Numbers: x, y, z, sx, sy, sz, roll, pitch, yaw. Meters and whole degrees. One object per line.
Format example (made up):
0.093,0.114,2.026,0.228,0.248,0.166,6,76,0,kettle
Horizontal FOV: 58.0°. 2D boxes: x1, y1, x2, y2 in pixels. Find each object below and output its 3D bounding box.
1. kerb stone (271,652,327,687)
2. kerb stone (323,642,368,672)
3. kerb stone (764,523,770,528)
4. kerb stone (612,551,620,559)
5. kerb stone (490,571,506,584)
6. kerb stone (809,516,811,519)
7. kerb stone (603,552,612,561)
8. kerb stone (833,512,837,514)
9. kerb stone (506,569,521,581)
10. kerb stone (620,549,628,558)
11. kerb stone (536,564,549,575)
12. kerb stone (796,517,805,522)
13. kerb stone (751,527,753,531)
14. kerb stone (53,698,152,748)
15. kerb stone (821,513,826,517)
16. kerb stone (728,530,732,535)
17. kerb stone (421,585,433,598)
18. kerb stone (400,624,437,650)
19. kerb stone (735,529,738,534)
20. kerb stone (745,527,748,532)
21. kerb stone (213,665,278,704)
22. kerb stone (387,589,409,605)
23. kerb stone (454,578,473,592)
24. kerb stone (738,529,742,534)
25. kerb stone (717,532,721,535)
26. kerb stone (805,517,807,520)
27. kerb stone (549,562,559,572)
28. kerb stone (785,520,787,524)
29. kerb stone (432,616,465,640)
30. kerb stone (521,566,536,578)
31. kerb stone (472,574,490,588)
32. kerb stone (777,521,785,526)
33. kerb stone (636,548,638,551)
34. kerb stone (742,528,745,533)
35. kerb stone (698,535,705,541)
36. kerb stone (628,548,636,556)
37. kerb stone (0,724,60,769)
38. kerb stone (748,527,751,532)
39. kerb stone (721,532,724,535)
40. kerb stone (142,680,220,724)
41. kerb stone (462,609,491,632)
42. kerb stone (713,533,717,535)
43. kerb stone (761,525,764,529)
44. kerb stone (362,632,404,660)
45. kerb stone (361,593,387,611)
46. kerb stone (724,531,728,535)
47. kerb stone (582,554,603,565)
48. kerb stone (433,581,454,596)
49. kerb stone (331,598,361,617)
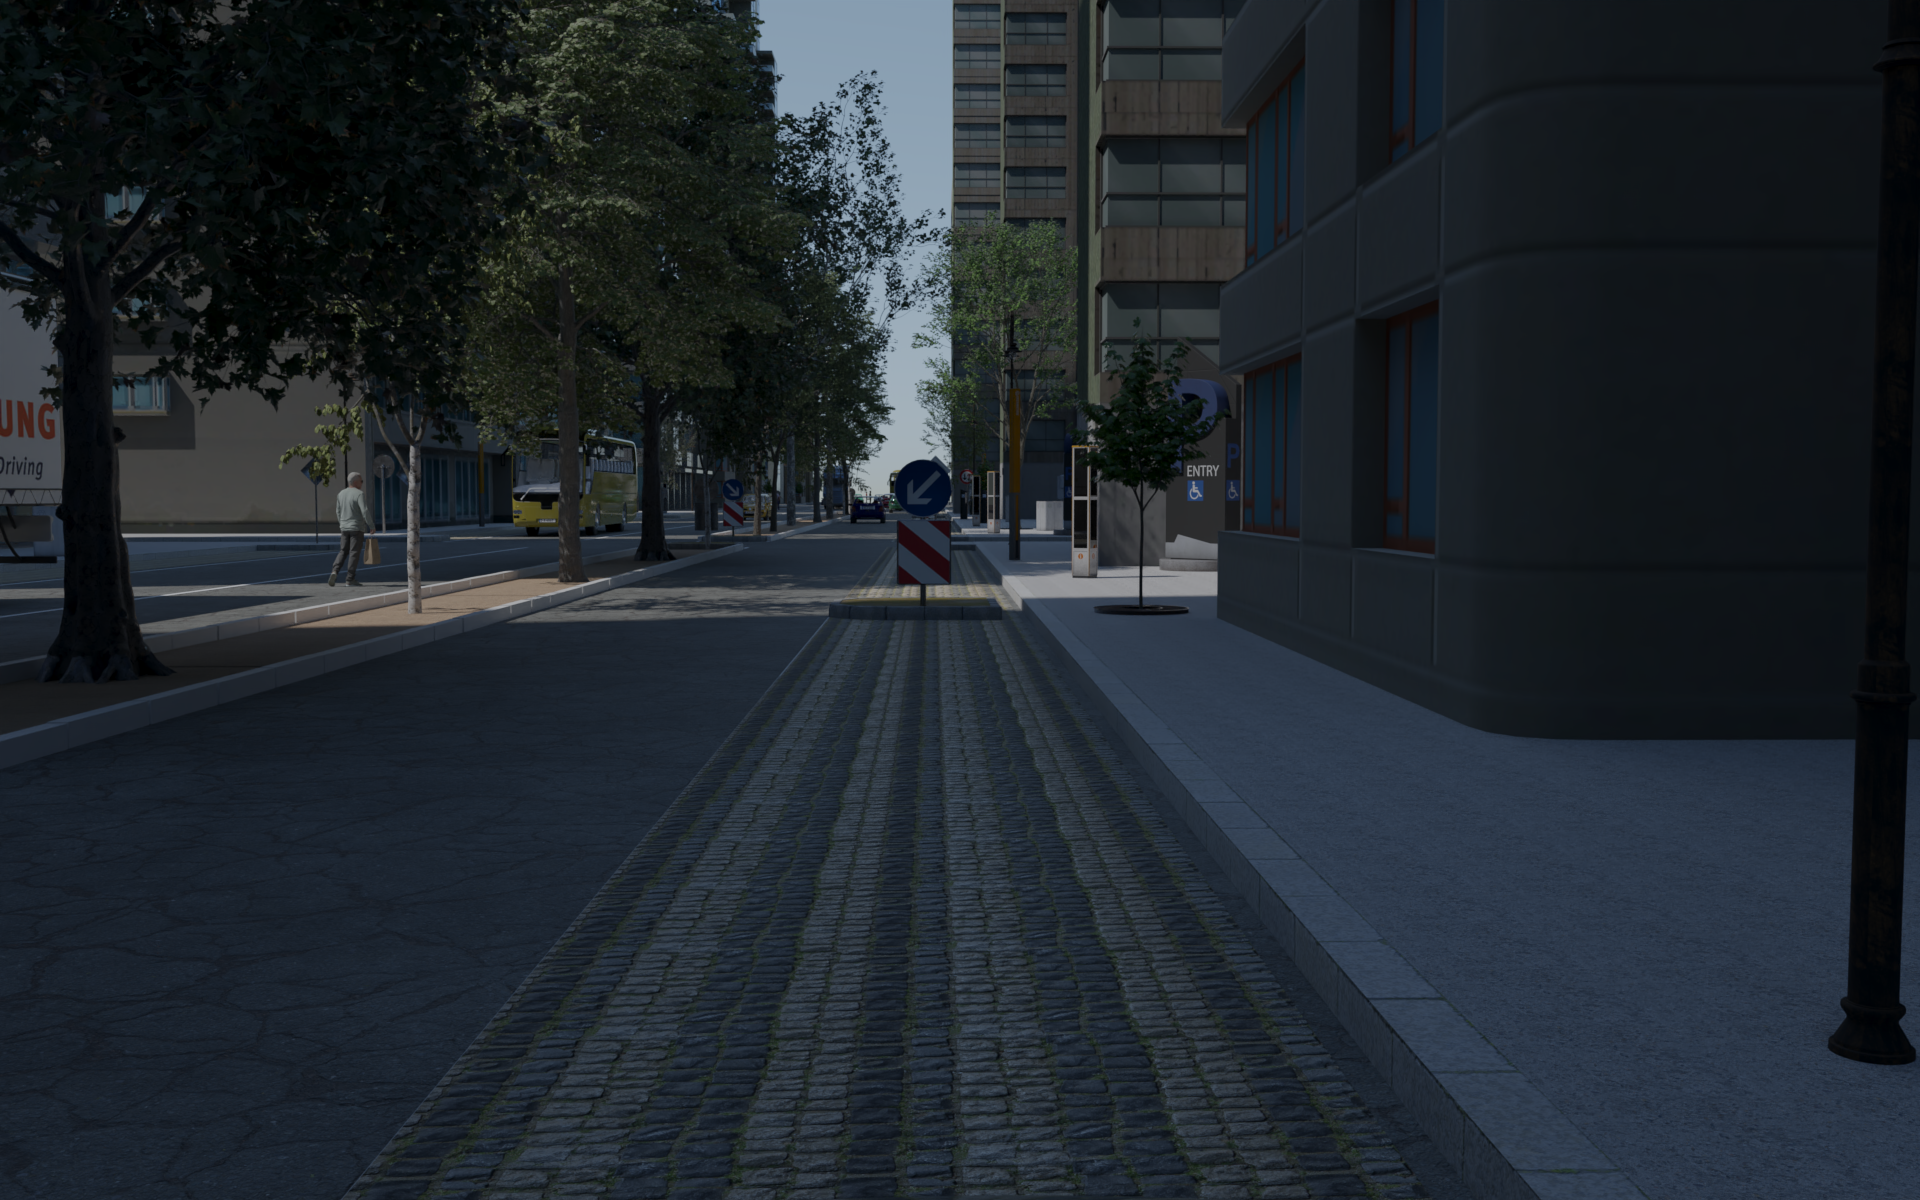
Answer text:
-5.131,0.543,13.325,0.120,0.150,1.000,0,4,-1,kerb stone
-5.150,0.483,14.353,0.120,0.150,1.000,0,4,-1,kerb stone
-8.214,-3.126,73.297,0.120,0.150,1.000,0,4,-1,kerb stone
-7.633,-0.960,37.885,0.120,0.150,1.000,0,4,-1,kerb stone
-7.472,-0.330,27.647,0.120,0.150,1.000,0,4,-1,kerb stone
-8.597,-4.566,96.873,0.120,0.150,1.000,0,4,-1,kerb stone
-7.618,-0.897,36.862,0.120,0.150,1.000,0,4,-1,kerb stone
-9.087,-6.384,126.566,0.120,0.150,1.000,0,4,-1,kerb stone
-7.490,-0.396,28.671,0.120,0.150,1.000,0,4,-1,kerb stone
-7.655,-1.019,38.907,0.120,0.150,1.000,0,4,-1,kerb stone
-7.511,-0.519,30.716,0.120,0.150,1.000,0,4,-1,kerb stone
-8.527,-4.317,92.779,0.120,0.150,1.000,0,4,-1,kerb stone
-8.100,-2.688,66.139,0.120,0.150,1.000,0,4,-1,kerb stone
-5.083,0.731,10.242,0.120,0.150,1.000,0,4,-1,kerb stone
-8.873,-5.569,113.252,0.120,0.150,1.000,0,4,-1,kerb stone
-7.978,-2.250,58.975,0.120,0.150,1.000,0,4,-1,kerb stone
-7.406,-0.083,23.555,0.120,0.150,1.000,0,4,-1,kerb stone
-5.185,0.359,16.398,0.120,0.150,1.000,0,4,-1,kerb stone
-8.018,-2.375,61.030,0.120,0.150,1.000,0,4,-1,kerb stone
-8.063,-2.563,64.095,0.120,0.150,1.000,0,4,-1,kerb stone
-5.113,0.607,12.297,0.120,0.150,1.000,0,4,-1,kerb stone
-7.388,-0.015,22.533,0.120,0.150,1.000,0,4,-1,kerb stone
-7.437,-0.202,25.603,0.120,0.150,1.000,0,4,-1,kerb stone
-8.030,-2.437,62.052,0.120,0.150,1.000,0,4,-1,kerb stone
-7.928,-2.061,55.901,0.120,0.150,1.000,0,4,-1,kerb stone
-8.538,-4.380,93.807,0.120,0.150,1.000,0,4,-1,kerb stone
-7.531,-0.584,31.738,0.120,0.150,1.000,0,4,-1,kerb stone
-8.343,-3.623,81.498,0.120,0.150,1.000,0,4,-1,kerb stone
-5.201,0.298,17.424,0.120,0.150,1.000,0,4,-1,kerb stone
-7.495,-0.456,29.693,0.120,0.150,1.000,0,4,-1,kerb stone
-7.449,-0.271,26.625,0.120,0.150,1.000,0,4,-1,kerb stone
-8.329,-3.561,80.469,0.120,0.150,1.000,0,4,-1,kerb stone
-7.684,-1.147,40.957,0.120,0.150,1.000,0,4,-1,kerb stone
-8.042,-2.500,63.074,0.120,0.150,1.000,0,4,-1,kerb stone
-7.876,-1.874,52.836,0.120,0.150,1.000,0,4,-1,kerb stone
-7.669,-1.082,39.935,0.120,0.150,1.000,0,4,-1,kerb stone
-5.061,0.799,9.220,0.120,0.150,1.000,0,4,-1,kerb stone
-8.072,-2.624,65.117,0.120,0.150,1.000,0,4,-1,kerb stone
-7.948,-2.124,56.926,0.120,0.150,1.000,0,4,-1,kerb stone
-5.099,0.668,11.274,0.120,0.150,1.000,0,4,-1,kerb stone
-5.210,0.230,18.446,0.120,0.150,1.000,0,4,-1,kerb stone
-7.915,-1.997,54.879,0.120,0.150,1.000,0,4,-1,kerb stone
-8.162,-2.938,70.232,0.120,0.150,1.000,0,4,-1,kerb stone
-5.169,0.422,15.376,0.120,0.150,1.000,0,4,-1,kerb stone
-7.369,0.044,21.507,0.120,0.150,1.000,0,4,-1,kerb stone
-7.964,-2.183,57.948,0.120,0.150,1.000,0,4,-1,kerb stone
-7.604,-0.830,35.841,0.120,0.150,1.000,0,4,-1,kerb stone
-7.421,-0.144,24.578,0.120,0.150,1.000,0,4,-1,kerb stone
-7.346,0.105,20.484,0.120,0.150,1.000,0,4,-1,kerb stone
